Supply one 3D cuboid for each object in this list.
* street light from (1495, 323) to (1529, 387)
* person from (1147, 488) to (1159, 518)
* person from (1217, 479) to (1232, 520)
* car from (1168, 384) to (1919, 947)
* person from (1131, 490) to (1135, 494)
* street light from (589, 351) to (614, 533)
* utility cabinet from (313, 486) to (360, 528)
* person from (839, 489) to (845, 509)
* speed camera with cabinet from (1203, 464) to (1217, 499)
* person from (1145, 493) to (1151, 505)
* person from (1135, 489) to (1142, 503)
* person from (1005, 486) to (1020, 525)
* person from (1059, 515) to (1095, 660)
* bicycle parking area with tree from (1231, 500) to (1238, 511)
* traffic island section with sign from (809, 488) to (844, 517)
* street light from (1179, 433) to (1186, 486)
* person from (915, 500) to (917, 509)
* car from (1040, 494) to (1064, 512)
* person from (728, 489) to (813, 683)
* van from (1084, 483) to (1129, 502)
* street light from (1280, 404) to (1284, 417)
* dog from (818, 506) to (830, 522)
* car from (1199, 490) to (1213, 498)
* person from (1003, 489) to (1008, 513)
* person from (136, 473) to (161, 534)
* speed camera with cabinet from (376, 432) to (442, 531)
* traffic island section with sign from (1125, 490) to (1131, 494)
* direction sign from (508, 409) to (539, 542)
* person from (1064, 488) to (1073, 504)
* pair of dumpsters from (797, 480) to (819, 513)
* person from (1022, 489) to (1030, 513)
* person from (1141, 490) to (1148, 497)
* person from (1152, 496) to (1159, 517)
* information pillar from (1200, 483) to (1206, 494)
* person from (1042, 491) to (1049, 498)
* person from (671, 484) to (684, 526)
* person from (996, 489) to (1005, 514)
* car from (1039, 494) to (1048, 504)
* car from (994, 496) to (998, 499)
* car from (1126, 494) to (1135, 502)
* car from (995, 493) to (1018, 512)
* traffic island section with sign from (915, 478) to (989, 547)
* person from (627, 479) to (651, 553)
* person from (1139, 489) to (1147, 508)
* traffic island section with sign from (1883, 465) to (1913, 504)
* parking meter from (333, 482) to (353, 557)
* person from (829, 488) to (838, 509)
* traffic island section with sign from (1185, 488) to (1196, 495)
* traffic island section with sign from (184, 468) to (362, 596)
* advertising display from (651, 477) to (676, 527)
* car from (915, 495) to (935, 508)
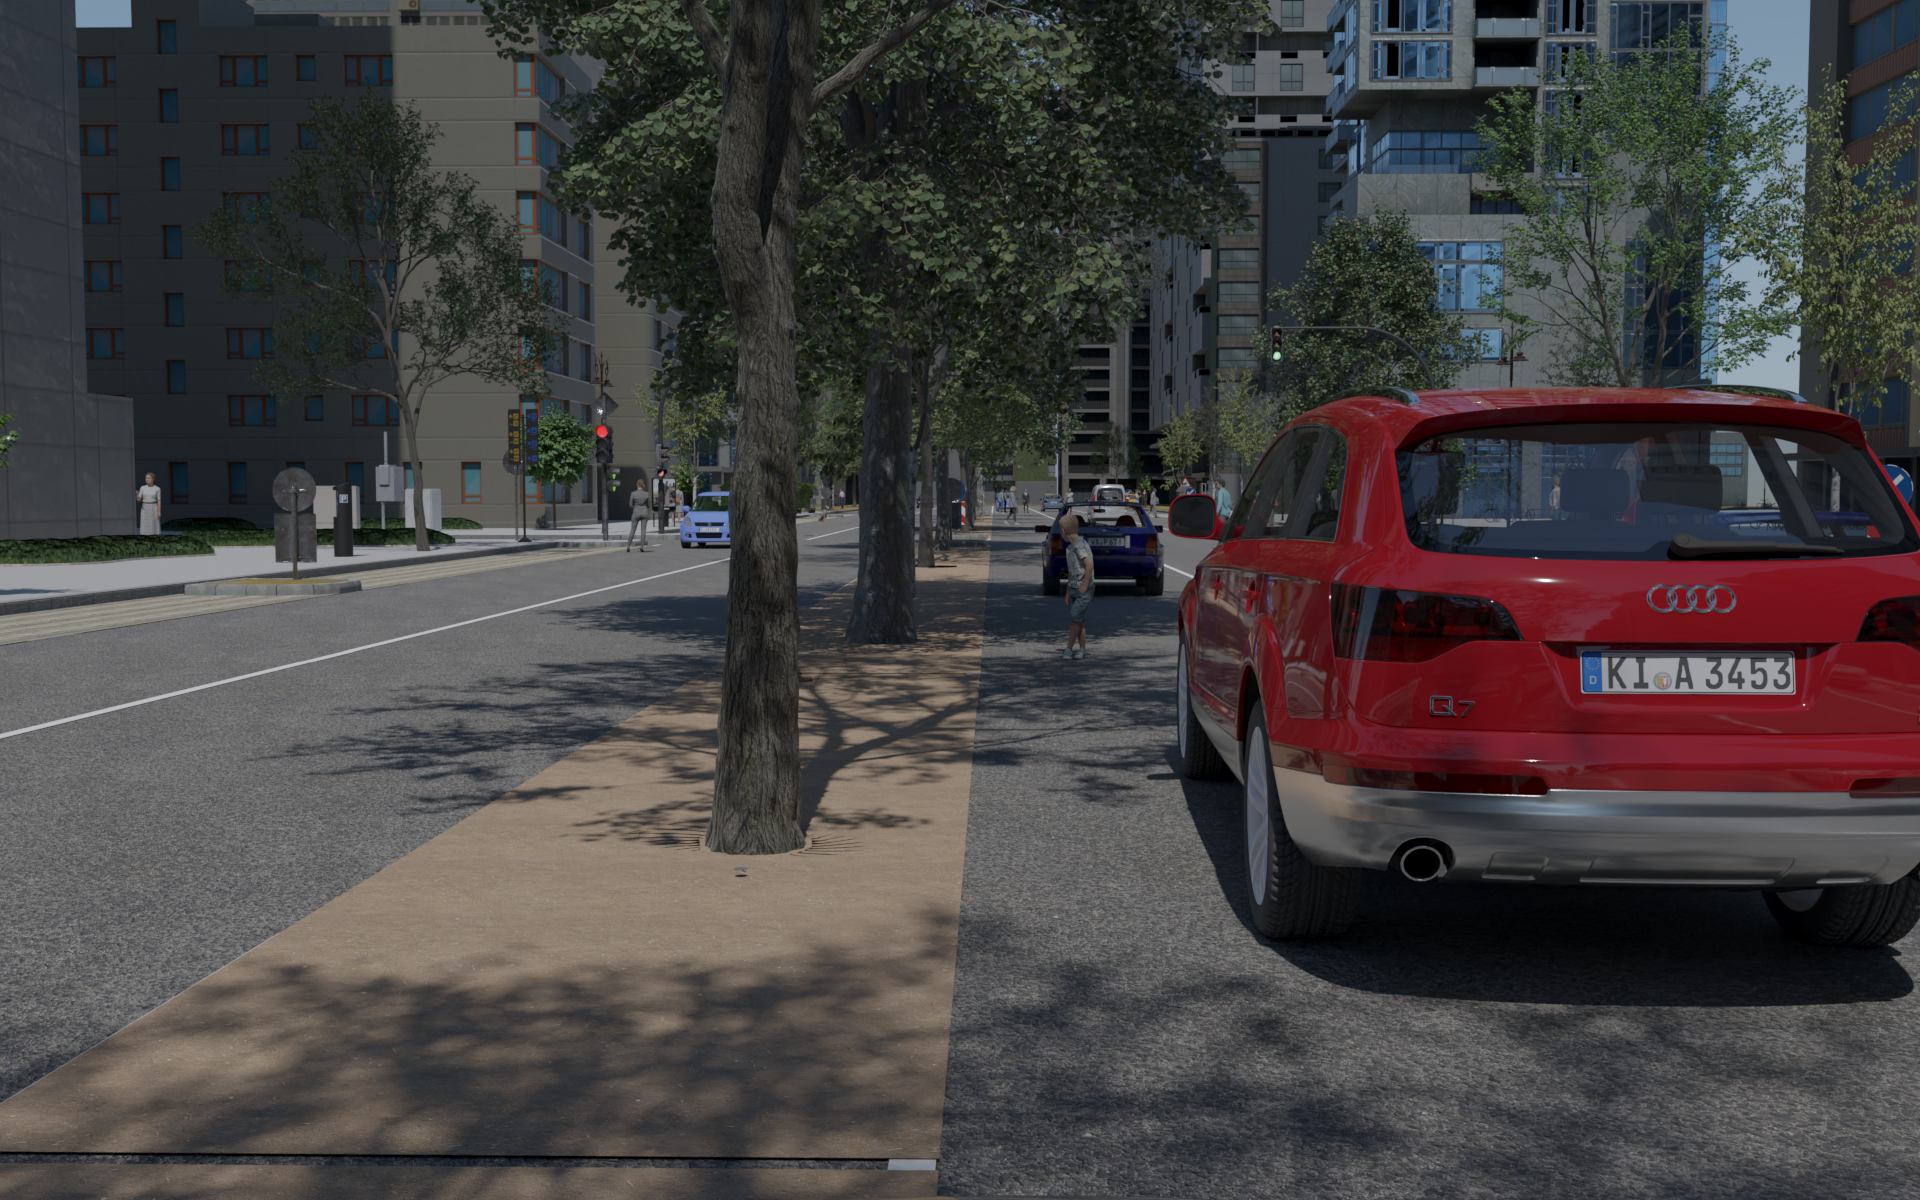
[{"bbox_3d":[14.818,-4.517,46.636,0.468,5.910,1.993,0,4,1],"label":"street light"},{"bbox_3d":[11.494,-5.775,103.190,0.850,1.792,0.678,0,3,0],"label":"person"},{"bbox_3d":[6.851,-2.218,44.785,0.620,1.820,0.660,2,4,28],"label":"person"},{"bbox_3d":[2.037,0.098,7.067,2.281,1.827,5.304,0,4,3],"label":"car"},{"bbox_3d":[17.693,-10.438,177.428,1.217,1.735,0.721,0,4,2],"label":"person"},{"bbox_3d":[-11.608,-5.105,56.255,0.468,5.910,1.993,0,4,1],"label":"street light"},{"bbox_3d":[-17.171,-2.389,47.744,1.173,1.500,0.318,0,4,-1],"label":"utility cabinet"},{"bbox_3d":[-10.316,-8.775,150.448,0.436,1.711,0.756,3,4,36],"label":"person"},{"bbox_3d":[16.546,-7.362,114.703,0.660,3.252,2.038,0,4,-2],"label":"speed camera with cabinet"},{"bbox_3d":[22.625,-12.276,206.894,1.348,1.807,0.705,-2,4,-31],"label":"person"},{"bbox_3d":[12.189,-6.697,118.572,0.524,1.755,0.480,0,4,3],"label":"person"},{"bbox_3d":[2.436,-4.412,80.811,0.728,1.800,0.709,0,4,0],"label":"person"},{"bbox_3d":[1.009,-0.112,15.007,0.352,1.250,0.332,1,4,21],"label":"person"},{"bbox_3d":[24.556,-8.440,124.996,9.016,4.147,8.231,0,4,-3],"label":"bicycle parking area with tree"},{"bbox_3d":[-8.238,-6.025,107.131,1.989,1.847,2.006,0,4,1],"label":"traffic island section with sign"},{"bbox_3d":[16.495,-9.507,128.223,0.468,5.910,1.993,0,4,1],"label":"street light"},{"bbox_3d":[-2.613,-5.085,91.888,0.600,1.795,0.529,-1,4,-17],"label":"person"},{"bbox_3d":[7.549,-7.949,141.963,2.014,1.417,4.499,0,3,0],"label":"car"},{"bbox_3d":[-1.478,-0.276,13.113,0.635,1.810,0.391,2,4,28],"label":"person"},{"bbox_3d":[6.607,-4.319,77.633,2.013,2.044,4.112,0,4,2],"label":"van"},{"bbox_3d":[15.616,-6.781,83.650,0.468,5.910,1.993,0,4,1],"label":"street light"},{"bbox_3d":[-7.150,-4.491,90.264,0.513,0.831,0.800,-2,4,-25],"label":"dog"},{"bbox_3d":[10.756,-4.236,79.052,2.009,1.686,4.222,0,4,2],"label":"car"},{"bbox_3d":[3.519,-7.629,133.245,0.705,1.823,1.348,0,4,2],"label":"person"},{"bbox_3d":[-18.089,-1.958,38.624,0.480,1.755,0.524,-1,4,-20],"label":"person"},{"bbox_3d":[-17.550,-3.718,55.126,2.038,3.252,0.660,1,4,17],"label":"speed camera with cabinet"},{"bbox_3d":[15.088,-9.102,157.437,1.989,1.847,2.006,0,4,1],"label":"traffic island section with sign"},{"bbox_3d":[-11.627,-3.313,46.168,0.876,3.537,0.379,1,4,15],"label":"direction sign"},{"bbox_3d":[6.804,-6.089,108.144,0.616,1.811,0.778,0,4,5],"label":"person"},{"bbox_3d":[-10.456,-6.982,116.642,1.574,2.255,4.437,0,4,1],"label":"pair of dumpsters"},{"bbox_3d":[4.987,-7.475,130.496,0.659,1.850,0.755,-1,4,-10],"label":"person"},{"bbox_3d":[21.746,-12.155,204.746,0.705,1.831,1.348,-2,4,-30],"label":"person"},{"bbox_3d":[11.975,-5.851,106.766,0.523,1.515,0.503,0,4,-6],"label":"person"},{"bbox_3d":[16.844,-7.070,120.086,0.304,2.012,0.304,-1,4,-15],"label":"information pillar"},{"bbox_3d":[9.952,-11.470,196.043,1.348,1.824,0.705,0,4,8],"label":"person"},{"bbox_3d":[-11.502,-3.880,70.490,0.512,1.701,0.522,-1,4,-15],"label":"person"},{"bbox_3d":[2.940,-7.243,126.949,0.620,1.820,0.660,-2,4,-33],"label":"person"},{"bbox_3d":[8.677,-9.577,166.815,2.015,1.641,3.980,0,4,-1],"label":"car"},{"bbox_3d":[4.749,-10.705,186.818,2.131,1.459,4.920,0,4,1],"label":"car"},{"bbox_3d":[14.744,-8.699,152.450,2.015,1.641,3.980,0,4,0],"label":"car"},{"bbox_3d":[3.810,-8.120,142.361,1.945,1.707,3.694,0,3,0],"label":"car"},{"bbox_3d":[-0.277,-2.417,47.652,2.006,1.907,1.989,0,4,1],"label":"traffic island section with sign"},{"bbox_3d":[-7.897,-2.064,42.524,0.520,1.790,0.573,-2,4,-31],"label":"person"},{"bbox_3d":[17.069,-9.461,161.533,0.742,1.727,0.445,-1,4,-16],"label":"person"},{"bbox_3d":[12.431,-0.949,24.150,1.989,1.847,2.006,0,4,1],"label":"traffic island section with sign"},{"bbox_3d":[-12.611,-1.650,35.397,0.372,1.533,0.369,0,3,0],"label":"parking meter"},{"bbox_3d":[-11.047,-8.733,148.457,1.348,1.869,0.705,3,4,39],"label":"person"},{"bbox_3d":[14.080,-6.038,107.346,1.989,1.847,2.006,0,4,1],"label":"traffic island section with sign"},{"bbox_3d":[-9.872,-1.013,25.195,1.989,1.847,2.006,0,4,1],"label":"traffic island section with sign"},{"bbox_3d":[-11.533,-3.807,67.460,0.974,1.923,0.123,-2,4,-32],"label":"advertising display"},{"bbox_3d":[-3.519,-9.942,175.126,1.945,1.354,3.894,0,4,-1],"label":"car"}]
